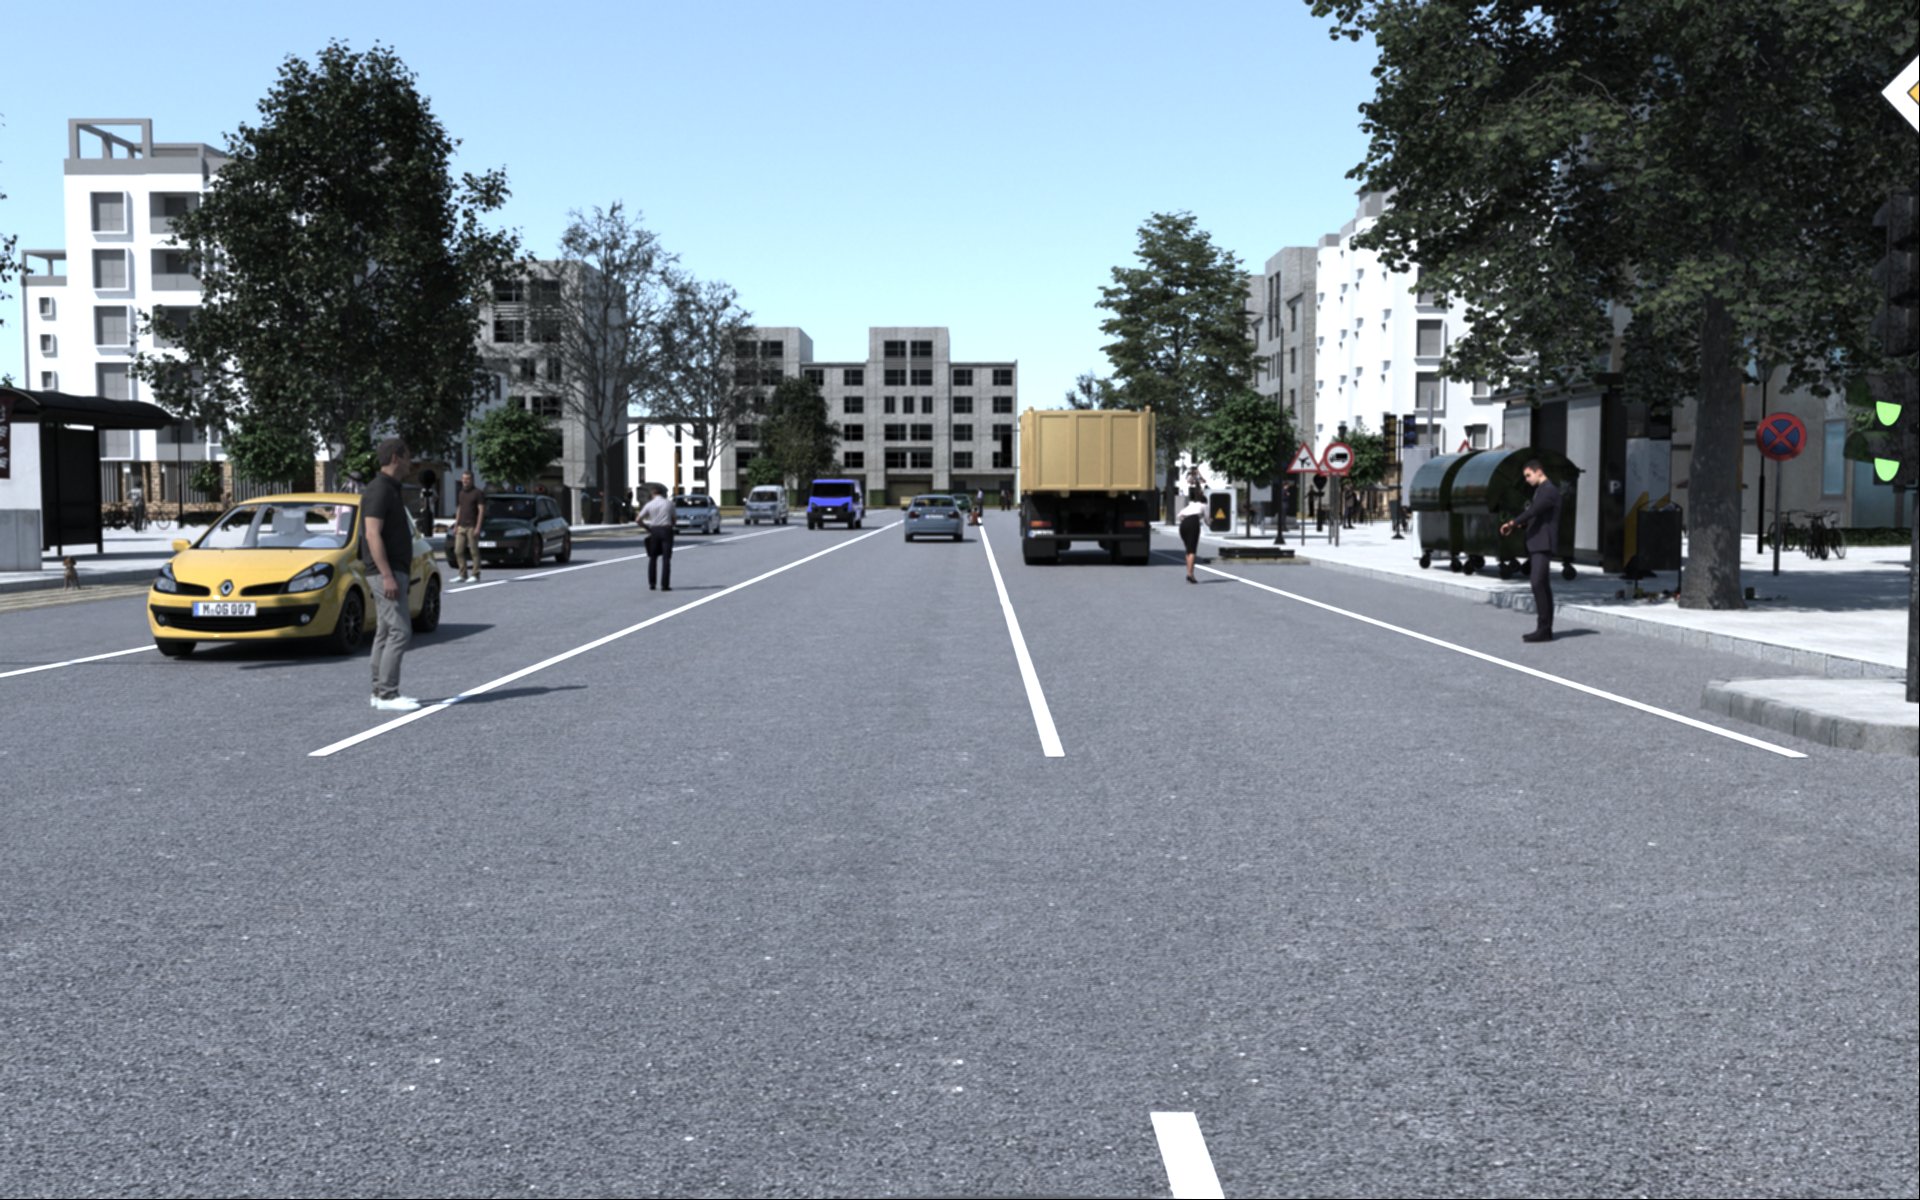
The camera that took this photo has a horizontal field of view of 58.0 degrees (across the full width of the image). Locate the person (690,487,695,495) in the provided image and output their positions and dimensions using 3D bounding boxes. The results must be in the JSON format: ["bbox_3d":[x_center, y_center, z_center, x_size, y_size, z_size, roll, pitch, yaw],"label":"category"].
[{"bbox_3d":[-20.391,-7.736,132.505,0.705,1.826,1.348,1,4,13],"label":"person"}]

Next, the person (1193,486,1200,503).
[{"bbox_3d":[13.106,-5.477,95.618,0.705,1.821,1.348,-1,4,-15],"label":"person"}]

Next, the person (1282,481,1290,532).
[{"bbox_3d":[11.010,-3.165,58.714,0.530,1.710,0.541,2,4,34],"label":"person"}]

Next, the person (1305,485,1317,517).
[{"bbox_3d":[19.487,-5.505,96.185,0.705,1.807,1.348,3,5,45],"label":"person"}]

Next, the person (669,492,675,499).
[{"bbox_3d":[-21.055,-7.544,129.347,1.348,1.831,0.705,-2,4,-27],"label":"person"}]

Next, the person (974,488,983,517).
[{"bbox_3d":[1.114,-6.096,108.030,0.599,1.838,0.709,1,4,17],"label":"person"}]

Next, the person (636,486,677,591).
[{"bbox_3d":[-4.522,-0.924,25.814,0.614,1.554,0.590,-1,4,-10],"label":"person"}]

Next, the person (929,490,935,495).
[{"bbox_3d":[-2.287,-8.345,145.083,0.705,1.807,1.348,-3,5,-45],"label":"person"}]

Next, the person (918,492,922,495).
[{"bbox_3d":[-1.816,-4.257,80.568,0.387,1.526,0.523,1,4,18],"label":"person"}]

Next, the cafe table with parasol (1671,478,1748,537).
[{"bbox_3d":[21.545,-2.763,50.049,2.610,1.966,2.610,-1,4,-20],"label":"cafe table with parasol"}]

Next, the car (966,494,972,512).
[{"bbox_3d":[0.012,-7.910,141.124,2.131,1.459,4.920,0,4,-2],"label":"car"}]

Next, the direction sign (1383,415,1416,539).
[{"bbox_3d":[12.528,-3.513,49.428,0.876,3.537,0.379,0,4,5],"label":"direction sign"}]

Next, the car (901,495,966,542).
[{"bbox_3d":[-0.807,-2.498,52.849,2.014,1.417,4.499,0,4,-1],"label":"car"}]

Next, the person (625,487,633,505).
[{"bbox_3d":[-22.752,-6.881,119.063,0.721,1.766,1.217,1,4,11],"label":"person"}]

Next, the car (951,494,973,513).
[{"bbox_3d":[-0.087,-7.345,131.891,2.131,1.459,4.920,0,4,0],"label":"car"}]

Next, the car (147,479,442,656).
[{"bbox_3d":[-6.277,-0.390,16.600,2.015,1.641,3.980,0,4,-1],"label":"car"}]

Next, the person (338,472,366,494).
[{"bbox_3d":[-8.400,-0.907,24.001,0.551,1.740,0.621,-3,4,-38],"label":"person"}]

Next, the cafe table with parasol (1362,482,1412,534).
[{"bbox_3d":[14.804,-3.080,55.218,2.610,1.966,2.610,-2,4,-33],"label":"cafe table with parasol"}]

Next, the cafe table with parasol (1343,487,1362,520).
[{"bbox_3d":[20.010,-4.899,84.961,2.610,1.966,2.610,0,4,1],"label":"cafe table with parasol"}]

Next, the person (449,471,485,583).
[{"bbox_3d":[-7.979,-1.186,28.025,0.598,1.807,0.434,3,5,42],"label":"person"}]

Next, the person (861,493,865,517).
[{"bbox_3d":[-6.078,-5.930,105.906,0.683,1.767,0.568,0,4,8],"label":"person"}]

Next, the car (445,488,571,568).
[{"bbox_3d":[-9.047,-1.532,34.833,2.009,1.686,4.222,0,4,0],"label":"car"}]

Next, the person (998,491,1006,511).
[{"bbox_3d":[3.615,-8.520,148.526,0.721,1.736,1.217,3,4,37],"label":"person"}]

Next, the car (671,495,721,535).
[{"bbox_3d":[-9.600,-3.050,61.868,2.014,1.417,4.499,0,4,-1],"label":"car"}]

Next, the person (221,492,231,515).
[{"bbox_3d":[-25.579,-3.082,60.341,0.435,1.345,0.340,0,4,-2],"label":"person"}]

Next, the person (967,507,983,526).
[{"bbox_3d":[0.671,-3.788,78.723,0.859,0.850,0.655,0,4,3],"label":"person"}]

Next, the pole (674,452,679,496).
[{"bbox_3d":[-13.895,-5.570,84.918,0.158,3.312,0.155,0,3,0],"label":"pole"}]

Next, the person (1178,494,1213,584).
[{"bbox_3d":[3.821,-0.994,27.943,0.628,1.438,0.799,0,4,0],"label":"person"}]

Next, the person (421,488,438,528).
[{"bbox_3d":[-19.928,-3.598,65.022,0.875,1.805,0.789,-3,5,-40],"label":"person"}]

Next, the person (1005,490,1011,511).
[{"bbox_3d":[4.181,-8.678,150.349,0.705,1.831,1.348,-1,4,-15],"label":"person"}]

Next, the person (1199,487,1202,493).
[{"bbox_3d":[16.940,-7.081,121.917,1.348,1.812,0.705,-3,4,-38],"label":"person"}]

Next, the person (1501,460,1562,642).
[{"bbox_3d":[5.594,-0.492,16.994,0.568,1.767,0.683,0,4,7],"label":"person"}]

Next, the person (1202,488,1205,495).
[{"bbox_3d":[15.290,-6.149,108.044,0.415,1.643,0.593,-3,5,-45],"label":"person"}]

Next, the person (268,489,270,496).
[{"bbox_3d":[-34.164,-4.713,85.637,0.613,1.512,0.480,-3,5,-43],"label":"person"}]

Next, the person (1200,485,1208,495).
[{"bbox_3d":[14.544,-5.883,102.185,1.348,1.831,0.705,2,4,29],"label":"person"}]

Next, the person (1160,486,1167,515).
[{"bbox_3d":[12.307,-5.943,103.725,1.217,1.766,0.721,1,4,15],"label":"person"}]

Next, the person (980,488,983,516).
[{"bbox_3d":[1.282,-6.237,110.479,0.705,1.823,1.348,-1,4,-9],"label":"person"}]

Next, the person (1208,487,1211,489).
[{"bbox_3d":[19.228,-7.815,133.797,0.705,1.826,1.348,3,5,45],"label":"person"}]

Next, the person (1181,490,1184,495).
[{"bbox_3d":[20.977,-9.543,164.396,0.599,1.838,0.709,1,4,16],"label":"person"}]

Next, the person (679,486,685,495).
[{"bbox_3d":[-19.367,-6.980,120.177,1.348,1.822,0.705,3,4,37],"label":"person"}]

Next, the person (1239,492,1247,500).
[{"bbox_3d":[17.850,-6.141,107.160,1.217,1.735,0.721,0,4,-6],"label":"person"}]

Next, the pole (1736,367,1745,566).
[{"bbox_3d":[12.003,-2.017,26.816,0.158,3.312,0.155,0,3,0],"label":"pole"}]

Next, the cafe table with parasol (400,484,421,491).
[{"bbox_3d":[-22.670,-3.888,68.436,2.610,1.966,2.610,-1,4,-9],"label":"cafe table with parasol"}]

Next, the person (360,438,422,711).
[{"bbox_3d":[-3.787,-0.182,11.600,0.434,1.807,0.598,0,4,-1],"label":"person"}]
